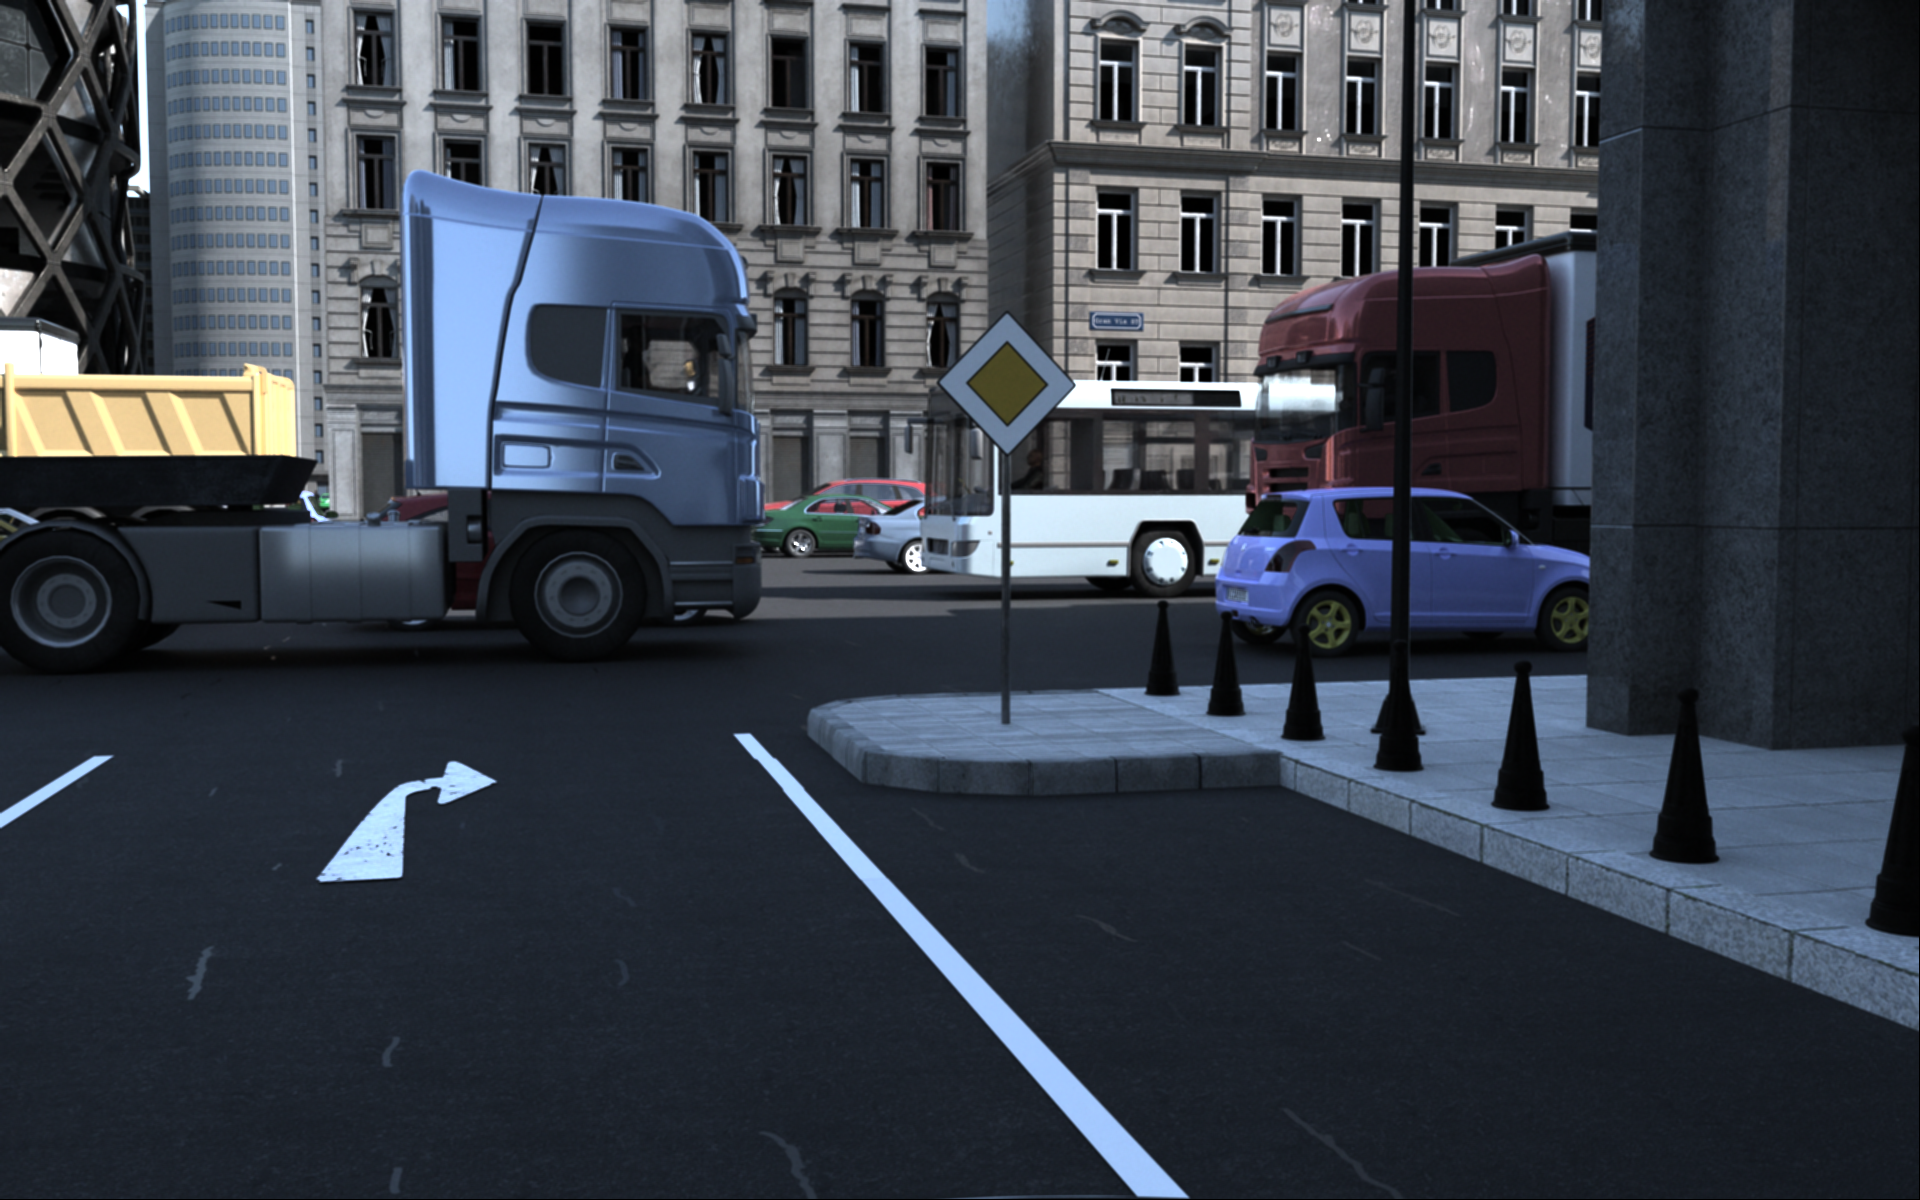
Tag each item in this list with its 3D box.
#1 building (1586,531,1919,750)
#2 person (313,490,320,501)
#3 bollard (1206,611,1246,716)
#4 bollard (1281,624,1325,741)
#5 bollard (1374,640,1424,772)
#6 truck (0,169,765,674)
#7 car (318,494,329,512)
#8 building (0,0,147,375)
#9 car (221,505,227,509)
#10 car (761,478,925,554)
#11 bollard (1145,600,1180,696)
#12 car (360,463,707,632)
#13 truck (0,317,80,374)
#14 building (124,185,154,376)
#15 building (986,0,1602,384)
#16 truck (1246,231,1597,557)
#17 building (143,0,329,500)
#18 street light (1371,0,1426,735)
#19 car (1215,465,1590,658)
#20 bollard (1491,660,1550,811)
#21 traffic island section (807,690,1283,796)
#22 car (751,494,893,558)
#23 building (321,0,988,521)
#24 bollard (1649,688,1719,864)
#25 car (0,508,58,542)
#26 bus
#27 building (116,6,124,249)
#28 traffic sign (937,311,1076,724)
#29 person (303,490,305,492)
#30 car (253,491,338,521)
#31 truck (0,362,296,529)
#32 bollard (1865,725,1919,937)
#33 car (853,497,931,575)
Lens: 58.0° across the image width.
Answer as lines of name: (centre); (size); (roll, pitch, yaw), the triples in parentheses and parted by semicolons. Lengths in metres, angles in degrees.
building: (11.691, -11.168, 0.622); (12.078, 24.808, 19.932); (-1, 4, -14)
person: (-56.106, -8.667, 150.759); (0.990, 1.755, 0.434); (-3, 5, -42)
bollard: (1.552, 0.364, 10.089); (0.229, 0.601, 0.229); (0, 3, 0)
bollard: (1.805, 0.425, 9.094); (0.229, 0.601, 0.229); (0, 3, 0)
bollard: (2.054, 0.486, 8.095); (0.229, 0.601, 0.229); (0, 3, 0)
truck: (-10.362, -1.480, 13.958); (18.799, 4.110, 2.967); (-1, 4, -14)
car: (-50.442, -7.964, 139.013); (1.959, 1.807, 4.718); (-1, 4, -14)
building: (-32.338, -11.131, 49.442); (16.811, 18.784, 16.820); (-1, 4, -14)
car: (-58.642, -7.707, 138.587); (1.945, 1.354, 3.894); (-1, 4, -16)
car: (-2.879, -2.086, 42.787); (5.304, 1.827, 2.281); (-1, 4, -14)
bollard: (1.299, 0.302, 11.098); (0.229, 0.601, 0.229); (0, 3, 0)
car: (-4.496, -0.620, 19.171); (4.494, 1.783, 2.155); (-1, 4, -13)
truck: (-20.313, -2.354, 27.409); (11.283, 4.237, 2.839); (-1, 4, -14)
building: (-105.613, -31.257, 202.939); (23.993, 40.220, 32.217); (-1, 4, -14)
building: (12.989, -15.887, 57.020); (25.104, 27.353, 12.463); (-1, 4, -14)
truck: (8.335, -1.916, 20.238); (11.283, 4.237, 2.839); (-1, 4, -15)
building: (-78.990, -40.461, 203.529); (28.212, 58.520, 21.231); (-1, 4, -14)
street light: (1.848, -2.234, 9.073); (1.470, 5.913, 1.316); (-1, 4, -14)
car: (4.283, -0.403, 16.184); (3.694, 1.707, 1.945); (-1, 4, -13)
bollard: (2.302, 0.547, 7.099); (0.229, 0.601, 0.229); (0, 3, 0)
traffic island section: (0.274, 0.770, 9.693); (2.009, 0.180, 2.903); (-1, 4, -14)
car: (-2.437, -1.722, 39.953); (4.920, 1.459, 2.131); (-1, 4, -13)
building: (-8.913, -12.349, 51.064); (18.267, 20.994, 9.793); (-1, 4, -14)
bollard: (2.558, 0.608, 6.100); (0.229, 0.601, 0.229); (0, 3, 0)
car: (-10.520, -0.496, 18.339); (3.980, 1.641, 2.015); (-1, 4, -15)
bus: (5.265, -1.873, 25.490); (13.247, 3.499, 2.948); (-1, 4, -14)
building: (-83.032, -33.470, 136.478); (27.495, 52.752, 28.713); (-1, 4, -14)
traffic sign: (0.253, -0.365, 9.611); (0.795, 2.450, 0.064); (-1, 4, -14)
person: (-50.683, -7.588, 133.358); (0.742, 1.727, 0.445); (-2, 4, -23)
car: (-12.621, -1.384, 32.227); (1.945, 1.707, 3.694); (-1, 4, -16)
truck: (-14.175, -1.658, 23.035); (9.791, 3.379, 3.469); (-1, 4, -13)
bollard: (2.805, 0.669, 5.102); (0.229, 0.601, 0.229); (0, 3, 0)
car: (0.297, -1.215, 31.870); (4.499, 1.417, 2.014); (-1, 4, -13)
